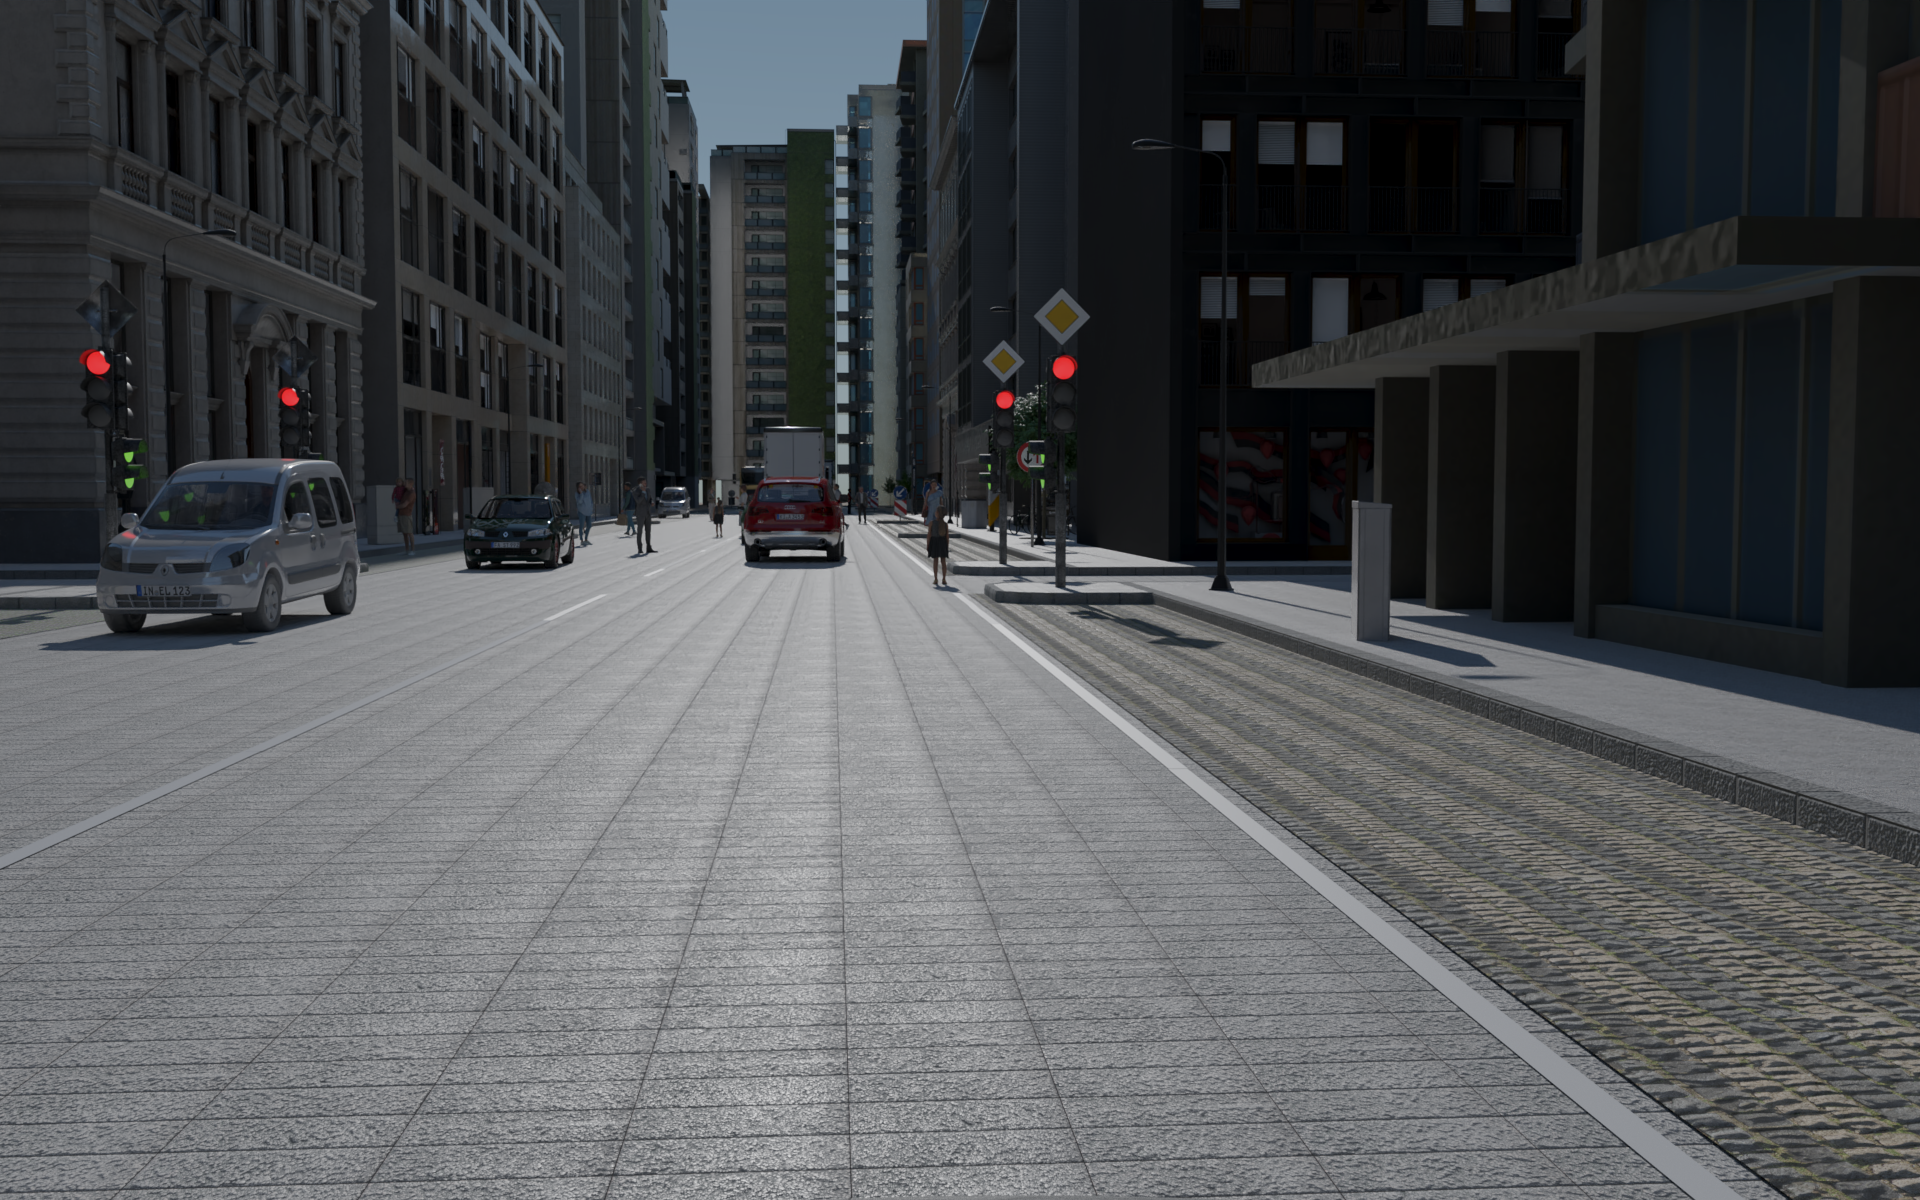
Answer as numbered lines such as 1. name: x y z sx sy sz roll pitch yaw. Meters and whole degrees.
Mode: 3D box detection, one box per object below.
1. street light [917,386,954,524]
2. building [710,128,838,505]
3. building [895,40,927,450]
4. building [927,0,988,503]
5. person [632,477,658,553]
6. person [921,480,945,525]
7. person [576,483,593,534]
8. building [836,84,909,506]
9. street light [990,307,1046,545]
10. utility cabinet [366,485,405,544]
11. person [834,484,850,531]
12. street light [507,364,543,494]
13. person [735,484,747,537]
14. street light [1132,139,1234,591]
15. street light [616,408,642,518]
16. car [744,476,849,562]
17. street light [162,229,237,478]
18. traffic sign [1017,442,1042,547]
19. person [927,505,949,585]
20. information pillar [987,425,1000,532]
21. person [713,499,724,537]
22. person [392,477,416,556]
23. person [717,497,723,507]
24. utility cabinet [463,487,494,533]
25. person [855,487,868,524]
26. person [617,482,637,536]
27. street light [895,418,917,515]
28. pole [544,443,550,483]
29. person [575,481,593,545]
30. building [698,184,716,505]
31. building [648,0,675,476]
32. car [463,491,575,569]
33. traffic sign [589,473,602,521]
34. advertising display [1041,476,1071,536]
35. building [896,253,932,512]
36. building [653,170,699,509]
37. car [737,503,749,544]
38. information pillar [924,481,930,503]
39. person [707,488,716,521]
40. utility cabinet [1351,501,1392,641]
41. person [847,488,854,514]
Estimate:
1. street light: -0.964 -6.239 74.550 1.470 5.913 1.316 0 4 -4
2. building: -21.060 -31.387 196.767 14.086 41.232 14.154 0 4 -4
3. building: 4.996 -31.381 167.697 22.147 44.769 28.867 0 4 -4
4. building: 5.053 -28.539 116.719 14.600 45.320 14.200 0 4 -4
5. person: -7.607 -2.061 42.007 0.447 1.846 0.655 2 4 35
6. person: -0.704 -2.252 45.412 0.616 1.811 0.778 1 4 11
7. person: -13.493 -3.267 61.940 0.581 1.822 0.654 1 4 21
8. building: 0.801 -35.674 202.881 30.456 49.044 23.786 0 4 -4
9. street light: 1.442 -4.320 43.178 1.470 5.913 1.316 0 4 -4
10. utility cabinet: -14.627 -2.168 44.121 0.318 1.500 1.173 1 4 18
11. person: -4.645 -3.592 67.075 0.795 1.843 0.661 0 4 6
12. street light: -15.553 -5.464 61.872 1.470 5.913 1.316 0 4 -4
13. person: -7.278 -2.968 57.601 0.524 1.755 0.480 1 4 9
14. street light: 2.947 -3.080 22.892 1.470 5.913 1.316 0 4 -4
15. street light: -17.802 -7.383 93.255 1.470 5.913 1.316 0 4 -4
16. car: -3.598 -1.805 38.191 2.281 1.827 5.304 0 4 -2
17. street light: -13.381 -3.544 30.482 1.470 5.913 1.316 0 4 -4
18. traffic sign: 1.744 -2.543 41.684 0.768 2.556 0.104 0 4 -1
19. person: -0.349 -0.872 27.432 0.362 1.253 0.373 0 4 -8
20. information pillar: 1.151 -4.150 59.211 0.504 3.616 0.183 -3 5 -45
21. person: -8.063 -2.730 57.813 0.362 1.253 0.373 0 4 -2
22. person: -12.890 -1.942 40.220 0.580 1.828 0.573 0 4 0
23. person: -14.644 -5.655 105.644 0.352 1.250 0.332 -2 4 -27
24. utility cabinet: -15.820 -2.948 56.884 0.318 1.500 1.173 2 4 24
25. person: -4.712 -4.551 83.302 0.661 1.777 0.834 -1 4 -19
26. person: -11.277 -3.083 58.896 0.713 1.824 0.794 2 4 27
27. street light: -3.248 -8.170 106.122 1.470 5.913 1.316 0 4 -4
28. pole: -16.629 -4.647 69.817 0.158 3.312 0.155 0 3 0
29. person: -10.506 -2.424 48.394 0.793 1.790 0.793 0 4 3
30. building: -40.833 -31.346 204.383 23.993 40.220 32.217 0 4 -4
31. building: -36.562 -33.155 131.320 28.713 52.752 27.495 0 4 -4
32. car: -8.724 -1.508 34.448 2.009 1.686 4.222 0 4 -6
33. traffic sign: -17.432 -4.935 82.811 0.606 2.300 0.079 0 4 3
34. advertising display: 2.915 -2.945 53.365 0.974 1.923 0.123 1 4 9
35. building: 9.212 -18.022 139.693 27.650 21.520 28.899 0 4 -4
36. building: -30.859 -23.353 153.515 14.160 30.474 14.107 0 4 -4
37. car: -5.527 -2.408 51.164 2.131 1.459 4.920 0 4 -6
38. information pillar: -1.813 -5.555 95.311 0.304 2.012 0.304 0 4 5
39. person: -13.139 -5.066 91.877 0.362 1.759 0.519 3 4 36
40. utility cabinet: 3.696 -0.269 15.556 0.306 1.237 1.020 1 4 10
41. person: -7.766 -6.956 122.194 0.705 1.831 1.348 -1 4 -23
